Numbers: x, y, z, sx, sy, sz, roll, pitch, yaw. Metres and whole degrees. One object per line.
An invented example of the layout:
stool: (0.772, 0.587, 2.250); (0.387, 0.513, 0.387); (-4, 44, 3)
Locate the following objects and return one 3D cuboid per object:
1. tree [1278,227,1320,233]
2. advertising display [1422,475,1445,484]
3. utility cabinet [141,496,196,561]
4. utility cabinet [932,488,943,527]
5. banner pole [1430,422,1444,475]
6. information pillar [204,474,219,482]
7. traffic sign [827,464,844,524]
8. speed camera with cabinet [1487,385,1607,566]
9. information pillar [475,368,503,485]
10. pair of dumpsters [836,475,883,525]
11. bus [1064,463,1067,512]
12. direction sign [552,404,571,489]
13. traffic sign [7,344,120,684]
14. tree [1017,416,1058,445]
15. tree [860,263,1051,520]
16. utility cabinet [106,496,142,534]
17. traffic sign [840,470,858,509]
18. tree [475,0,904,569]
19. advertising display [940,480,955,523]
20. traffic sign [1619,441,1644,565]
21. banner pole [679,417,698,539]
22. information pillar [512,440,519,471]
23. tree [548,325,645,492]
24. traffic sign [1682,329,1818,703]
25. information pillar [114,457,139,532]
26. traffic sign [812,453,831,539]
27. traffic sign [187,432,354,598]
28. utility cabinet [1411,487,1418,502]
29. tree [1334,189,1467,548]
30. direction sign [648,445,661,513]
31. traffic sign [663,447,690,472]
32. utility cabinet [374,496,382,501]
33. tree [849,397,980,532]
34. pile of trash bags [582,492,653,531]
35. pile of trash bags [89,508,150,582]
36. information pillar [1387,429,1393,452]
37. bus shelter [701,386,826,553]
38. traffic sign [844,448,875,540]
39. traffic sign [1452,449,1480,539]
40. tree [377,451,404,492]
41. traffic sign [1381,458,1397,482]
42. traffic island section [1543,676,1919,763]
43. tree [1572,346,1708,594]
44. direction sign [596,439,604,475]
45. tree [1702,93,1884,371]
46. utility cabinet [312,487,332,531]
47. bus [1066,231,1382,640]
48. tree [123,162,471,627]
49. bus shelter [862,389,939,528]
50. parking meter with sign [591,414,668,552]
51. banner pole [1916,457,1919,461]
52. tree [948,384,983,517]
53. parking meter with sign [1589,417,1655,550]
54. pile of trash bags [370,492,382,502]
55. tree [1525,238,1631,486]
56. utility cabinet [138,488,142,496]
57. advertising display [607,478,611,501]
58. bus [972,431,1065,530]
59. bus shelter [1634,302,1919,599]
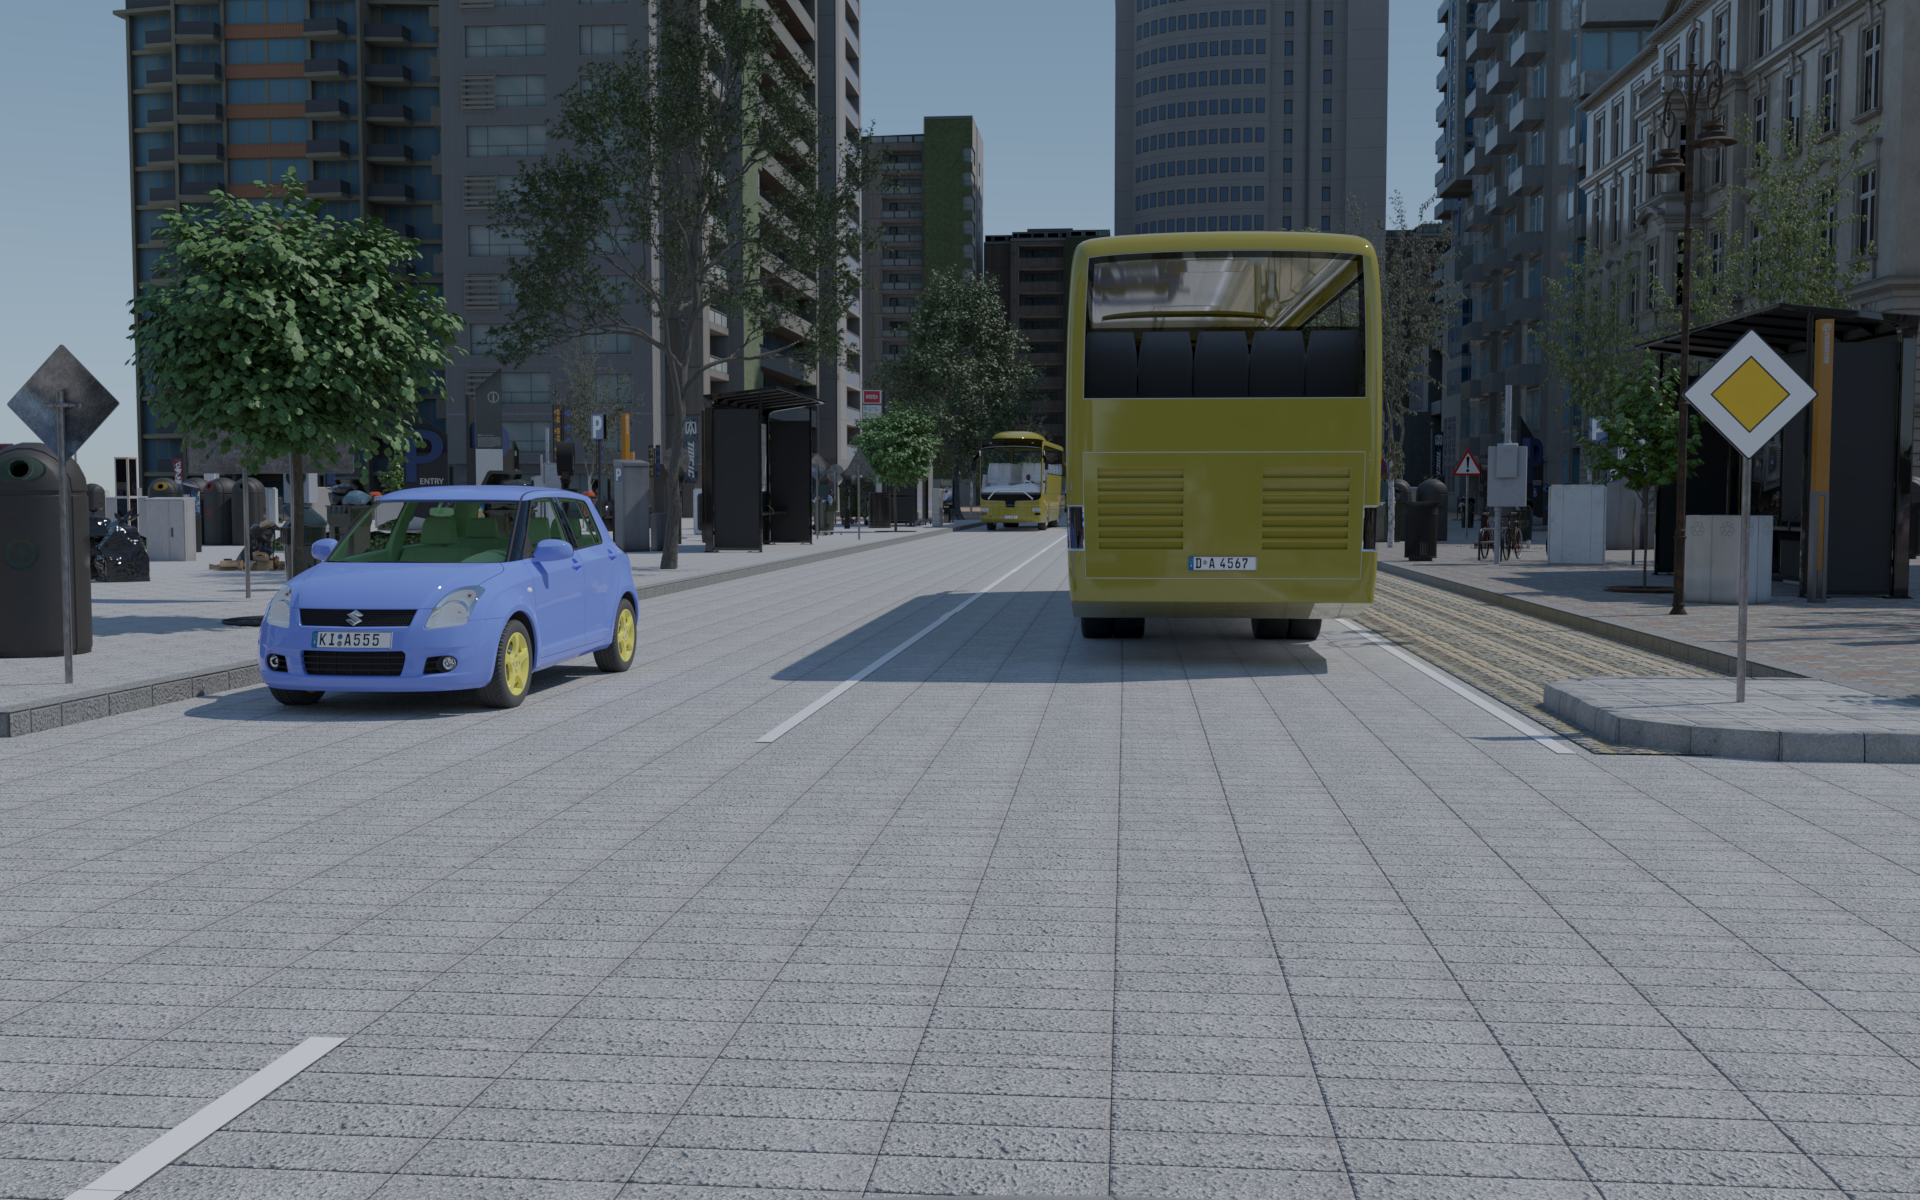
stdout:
tree: (14.112, -9.520, 73.783); (7.486, 12.596, 7.792); (0, 3, 0)
advertising display: (15.960, -3.257, 58.465); (0.123, 1.923, 0.974); (-2, 4, -27)
utility cabinet: (-15.152, -1.350, 33.238); (1.020, 1.237, 0.306); (2, 4, 24)
utility cabinet: (-0.867, -3.624, 67.930); (0.318, 1.500, 1.173); (0, 4, 6)
banner pole: (16.639, -4.318, 60.617); (0.863, 3.779, 0.401); (-3, 4, -36)
information pillar: (-25.808, -4.179, 59.686); (0.504, 3.616, 0.183); (-1, 4, -19)
traffic sign: (-5.323, -4.518, 73.972); (0.768, 2.556, 0.104); (0, 4, 7)
speed camera with cabinet: (10.670, -2.272, 31.479); (2.038, 3.252, 0.660); (1, 4, 19)
information pillar: (-8.686, -2.487, 32.021); (0.504, 3.616, 0.183); (-1, 4, -21)
pair of dumpsters: (-4.187, -4.313, 73.008); (1.574, 2.255, 4.437); (0, 4, 5)
bus: (9.191, -8.947, 137.828); (2.896, 3.916, 12.252); (0, 4, 5)
direction sign: (-10.118, -3.185, 44.073); (0.379, 3.537, 0.876); (1, 4, 16)
traffic sign: (-6.034, -0.491, 11.673); (0.795, 2.450, 0.064); (0, 4, 5)
tree: (6.683, -12.456, 154.025); (4.360, 8.622, 3.978); (0, 3, 0)
tree: (-0.143, -10.348, 86.193); (9.611, 12.733, 9.660); (0, 3, 0)
utility cabinet: (-22.825, -2.222, 47.490); (1.020, 1.237, 0.306); (-1, 4, -18)
traffic sign: (-4.478, -4.222, 70.209); (0.795, 2.450, 0.064); (1, 4, 9)
tree: (-4.654, -5.798, 29.218); (7.601, 10.594, 8.767); (1, 4, 14)
advertising display: (-0.579, -4.438, 77.775); (0.123, 1.923, 0.974); (-3, 4, -37)
traffic sign: (12.204, -1.786, 31.339); (0.606, 2.300, 0.079); (1, 4, 12)
banner pole: (-7.828, -3.644, 49.599); (0.863, 3.779, 0.401); (2, 4, 25)
information pillar: (-19.425, -5.163, 75.775); (0.183, 3.616, 0.504); (1, 4, 10)
tree: (-15.936, -7.618, 74.913); (4.360, 8.622, 3.978); (0, 3, 0)
traffic sign: (4.808, -0.426, 10.612); (0.795, 2.450, 0.064); (0, 4, 5)
information pillar: (-16.608, -1.837, 34.533); (0.304, 2.012, 0.304); (1, 4, 10)
traffic sign: (-4.045, -2.932, 49.119); (0.795, 2.450, 0.064); (1, 4, 14)
traffic sign: (-8.462, -1.671, 21.194); (2.265, 3.308, 0.079); (1, 4, 12)
utility cabinet: (14.288, -2.811, 54.634); (1.173, 1.500, 0.318); (-2, 4, -26)
tree: (10.080, -5.554, 41.169); (4.360, 8.622, 3.978); (0, 3, 0)
direction sign: (-14.090, -5.380, 79.966); (0.876, 3.537, 0.379); (3, 5, 43)
traffic sign: (-7.569, -2.817, 46.159); (0.768, 2.556, 0.104); (1, 4, 13)
utility cabinet: (-21.597, -3.326, 65.542); (1.020, 1.237, 0.306); (-2, 4, -31)
tree: (-2.114, -4.583, 58.647); (4.285, 4.588, 4.351); (0, 3, 0)
pile of trash bags: (-13.022, -3.384, 65.080); (3.447, 1.369, 1.912); (3, 4, 36)
pile of trash bags: (-13.667, -0.932, 24.990); (3.447, 1.369, 1.912); (-3, 4, -38)
information pillar: (15.071, -4.246, 60.777); (0.183, 3.616, 0.504); (0, 3, 0)
bus shelter: (-4.549, -3.040, 40.988); (1.731, 3.624, 6.357); (0, 4, 6)
traffic sign: (-2.834, -2.971, 48.575); (0.884, 2.594, 0.081); (1, 4, 12)
traffic sign: (14.603, -3.050, 49.869); (0.884, 2.594, 0.081); (0, 4, 7)
tree: (-25.045, -5.021, 76.692); (1.663, 3.219, 1.824); (0, 3, 0)
traffic sign: (14.909, -3.690, 60.437); (0.768, 2.556, 0.104); (1, 4, 11)
traffic island section: (4.832, 0.709, 10.687); (2.009, 0.180, 2.903); (0, 4, 5)
tree: (8.890, -1.721, 22.741); (1.663, 3.219, 1.824); (0, 3, 0)
direction sign: (-14.819, -4.854, 71.353); (0.379, 3.537, 0.876); (0, 4, 5)
tree: (15.257, -5.035, 32.687); (4.737, 8.622, 4.395); (0, 3, 0)
utility cabinet: (-20.264, -2.861, 55.456); (0.318, 1.500, 1.173); (2, 4, 34)
bus: (2.614, -1.737, 19.954); (2.896, 3.916, 12.252); (0, 4, 5)
tree: (-6.625, -2.050, 17.239); (4.285, 4.588, 4.351); (0, 3, 0)
bus shelter: (-2.406, -5.592, 69.059); (2.179, 5.291, 8.768); (0, 4, 6)
parking meter with sign: (-7.259, -2.579, 38.433); (1.738, 3.016, 0.543); (-3, 5, -41)
banner pole: (9.132, -1.575, 15.776); (0.863, 3.779, 0.401); (0, 4, -3)
tree: (0.874, -9.057, 98.442); (4.360, 8.622, 3.978); (0, 3, 0)
parking meter with sign: (15.238, -2.655, 39.675); (1.738, 3.016, 0.543); (-2, 4, -26)
pile of trash bags: (-23.201, -3.875, 73.115); (3.447, 1.369, 1.912); (-2, 4, -24)
tree: (18.747, -6.141, 50.762); (4.737, 8.622, 4.395); (0, 3, 0)
utility cabinet: (-27.192, -2.955, 56.994); (0.318, 1.500, 1.173); (-3, 4, -38)
advertising display: (-14.154, -3.955, 69.877); (0.123, 1.923, 0.974); (-1, 4, -11)
bus: (2.670, -4.890, 71.504); (2.896, 3.916, 12.252); (0, 4, 7)
bus shelter: (11.192, -2.018, 24.280); (1.731, 3.624, 6.357); (0, 4, 6)
